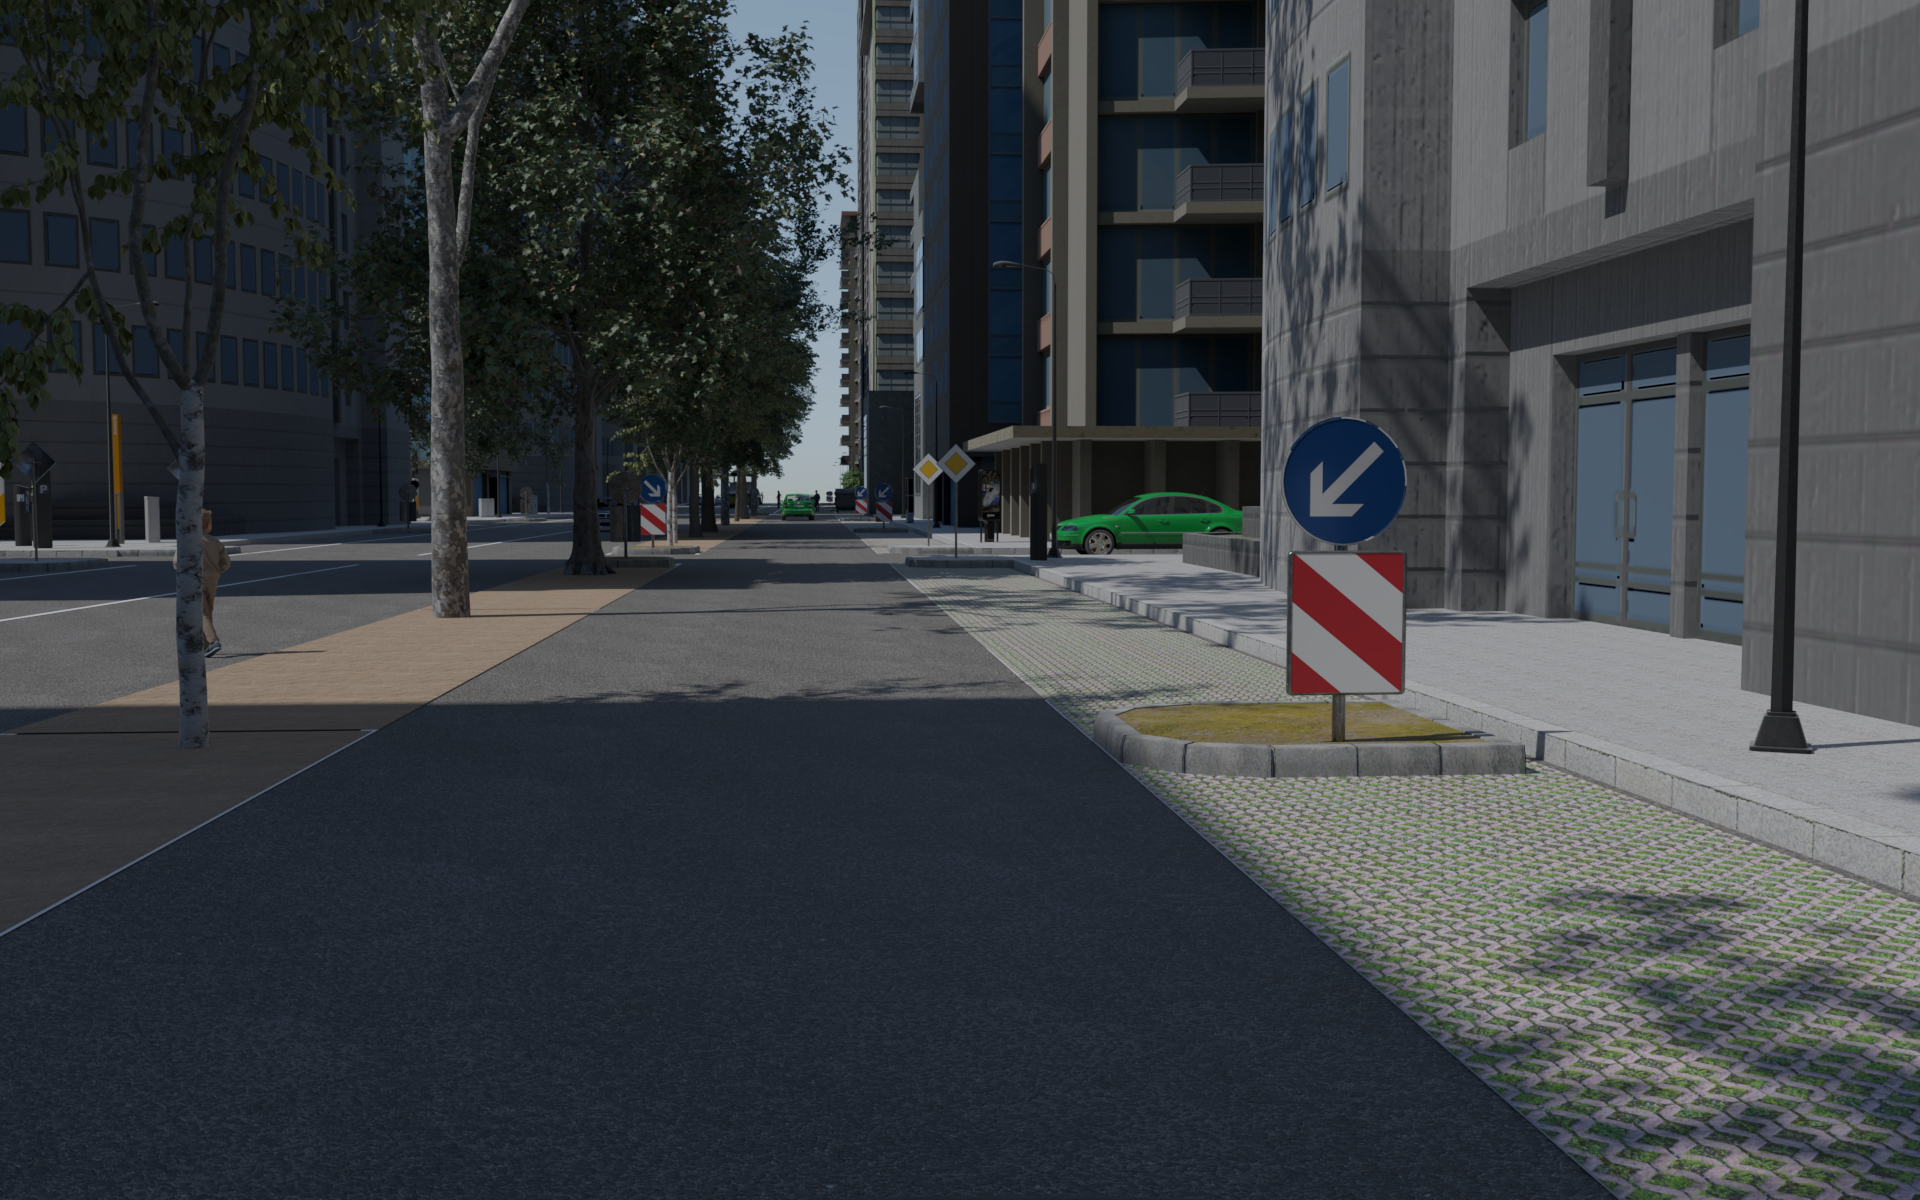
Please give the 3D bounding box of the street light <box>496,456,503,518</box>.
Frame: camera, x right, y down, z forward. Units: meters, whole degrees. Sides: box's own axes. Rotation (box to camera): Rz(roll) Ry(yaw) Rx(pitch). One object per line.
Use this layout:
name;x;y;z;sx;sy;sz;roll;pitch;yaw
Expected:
street light;-24.464;-7.417;93.810;1.470;5.913;1.316;0;4;-5

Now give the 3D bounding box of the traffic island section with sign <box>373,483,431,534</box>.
traffic island section with sign;-20.404;-3.375;63.817;1.989;1.847;2.006;0;4;-5

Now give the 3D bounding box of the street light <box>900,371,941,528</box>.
street light;-1.426;-5.688;65.543;1.470;5.913;1.316;0;4;-5

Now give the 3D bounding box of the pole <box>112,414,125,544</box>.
pole;-21.609;-3.096;44.460;0.158;3.312;0.155;0;3;0

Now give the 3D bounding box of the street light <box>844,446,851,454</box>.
street light;-10.194;-11.919;167.409;1.470;5.913;1.316;0;4;-5

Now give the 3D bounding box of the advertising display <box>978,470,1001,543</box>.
advertising display;0.785;-2.505;46.171;0.123;1.923;0.974;2;4;32

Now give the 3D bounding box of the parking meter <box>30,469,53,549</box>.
parking meter;-21.690;-2.151;40.883;0.255;1.863;0.399;3;5;39

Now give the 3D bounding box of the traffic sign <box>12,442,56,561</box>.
traffic sign;-17.711;-1.805;33.162;0.795;2.450;0.064;0;4;-5

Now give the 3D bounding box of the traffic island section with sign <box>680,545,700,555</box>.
traffic island section with sign;-7.351;-2.058;41.792;2.006;1.907;1.989;0;4;-5

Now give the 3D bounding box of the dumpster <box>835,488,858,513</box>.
dumpster;-8.565;-7.522;131.200;1.865;1.857;1.264;0;4;-6

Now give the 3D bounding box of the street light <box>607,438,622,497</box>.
street light;-28.684;-10.468;143.689;1.470;5.913;1.316;0;4;-5

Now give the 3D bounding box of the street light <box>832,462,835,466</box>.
street light;-19.648;-18.578;276.283;1.470;5.913;1.316;0;4;-5

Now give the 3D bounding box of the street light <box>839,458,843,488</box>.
street light;-12.428;-13.510;193.424;1.470;5.913;1.316;0;4;-5

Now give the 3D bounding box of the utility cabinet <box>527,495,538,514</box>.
utility cabinet;-27.152;-6.036;109.854;0.306;1.237;1.020;1;4;14

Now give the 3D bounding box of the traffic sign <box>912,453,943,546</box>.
traffic sign;-0.774;-2.384;42.625;0.795;2.450;0.064;0;4;-5

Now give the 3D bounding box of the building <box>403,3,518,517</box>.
building;-34.443;-27.613;101.590;14.600;45.320;14.200;0;4;-5

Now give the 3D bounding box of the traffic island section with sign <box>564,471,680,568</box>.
traffic island section with sign;-6.718;-1.607;34.411;2.006;1.907;1.989;0;4;-5

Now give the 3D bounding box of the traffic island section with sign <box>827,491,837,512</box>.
traffic island section with sign;-9.734;-8.167;142.155;1.989;1.847;2.006;0;4;-5

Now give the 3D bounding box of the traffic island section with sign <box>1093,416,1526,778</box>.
traffic island section with sign;1.801;-0.062;9.647;1.989;1.847;2.006;0;4;-5

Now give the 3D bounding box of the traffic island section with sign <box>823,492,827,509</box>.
traffic island section with sign;-12.072;-9.809;169.009;1.989;1.847;2.006;0;4;-5

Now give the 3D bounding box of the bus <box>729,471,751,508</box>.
bus;-22.481;-11.461;178.933;2.896;3.916;12.252;0;4;-4

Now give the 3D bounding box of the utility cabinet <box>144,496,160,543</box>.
utility cabinet;-21.451;-2.132;46.021;0.306;1.237;1.020;-2;4;-29

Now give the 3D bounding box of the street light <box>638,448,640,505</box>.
street light;-31.122;-12.103;170.424;1.470;5.913;1.316;0;4;-5

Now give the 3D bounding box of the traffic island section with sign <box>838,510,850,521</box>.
traffic island section with sign;-5.369;-5.092;91.881;1.989;1.847;2.006;0;4;-5

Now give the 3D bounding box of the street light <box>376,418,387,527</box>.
street light;-22.155;-5.826;67.801;1.470;5.913;1.316;0;4;-5

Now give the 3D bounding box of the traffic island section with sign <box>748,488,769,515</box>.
traffic island section with sign;-13.874;-6.637;116.648;2.006;1.907;1.989;0;4;-5

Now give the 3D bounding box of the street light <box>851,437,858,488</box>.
street light;-7.907;-10.328;141.398;1.470;5.913;1.316;0;4;-5

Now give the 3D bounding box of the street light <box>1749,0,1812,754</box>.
street light;3.585;-2.199;8.488;1.470;5.913;1.316;0;4;-5

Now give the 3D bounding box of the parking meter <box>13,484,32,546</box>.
parking meter;-23.078;-2.094;42.651;0.372;1.533;0.369;0;3;0

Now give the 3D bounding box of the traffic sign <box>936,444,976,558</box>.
traffic sign;-0.082;-1.898;34.670;0.795;2.450;0.064;0;4;-5

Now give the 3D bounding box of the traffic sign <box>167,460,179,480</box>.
traffic sign;-18.404;-2.292;41.117;0.795;2.450;0.064;0;4;-5

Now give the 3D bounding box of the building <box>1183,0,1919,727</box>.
building;14.700;-29.260;20.409;21.231;58.520;28.212;0;4;-5

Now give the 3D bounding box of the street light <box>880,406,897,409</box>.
street light;-3.541;-7.280;91.569;1.470;5.913;1.316;0;4;-5

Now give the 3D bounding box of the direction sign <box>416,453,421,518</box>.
direction sign;-28.635;-6.074;91.314;0.379;3.537;0.876;-1;4;-13

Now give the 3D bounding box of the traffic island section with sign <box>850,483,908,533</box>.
traffic island section with sign;-2.972;-3.416;64.485;1.989;1.847;2.006;0;4;-5

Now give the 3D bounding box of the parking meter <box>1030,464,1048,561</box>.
parking meter;1.521;-1.699;33.496;0.255;1.863;0.399;-1;4;-15

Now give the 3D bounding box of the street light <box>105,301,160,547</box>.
street light;-19.960;-4.235;41.782;1.470;5.913;1.316;0;4;-5

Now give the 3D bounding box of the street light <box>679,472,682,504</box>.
street light;-35.994;-15.520;226.298;1.470;5.913;1.316;0;4;-5

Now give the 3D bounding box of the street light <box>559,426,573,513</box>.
street light;-26.448;-8.846;117.168;1.470;5.913;1.316;0;4;-5

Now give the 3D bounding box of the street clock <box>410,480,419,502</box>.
street clock;-28.043;-5.168;89.063;0.471;2.002;0.358;-1;4;-20

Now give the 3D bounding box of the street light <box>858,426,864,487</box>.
street light;-5.974;-8.870;117.567;1.470;5.913;1.316;0;4;-5

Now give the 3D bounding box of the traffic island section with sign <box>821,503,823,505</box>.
traffic island section with sign;-16.883;-13.187;224.238;1.989;1.847;2.006;0;4;-5

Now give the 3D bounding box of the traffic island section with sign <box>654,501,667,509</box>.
traffic island section with sign;-29.439;-9.720;167.556;1.989;1.847;2.006;0;4;-5

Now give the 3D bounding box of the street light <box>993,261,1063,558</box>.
street light;1.360;-3.805;34.745;1.470;5.913;1.316;0;4;-5

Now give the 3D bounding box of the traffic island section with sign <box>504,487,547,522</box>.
traffic island section with sign;-22.761;-5.029;90.849;1.989;1.847;2.006;0;4;-5

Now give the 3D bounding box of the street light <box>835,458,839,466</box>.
street light;-15.136;-15.395;224.256;1.470;5.913;1.316;0;4;-5
